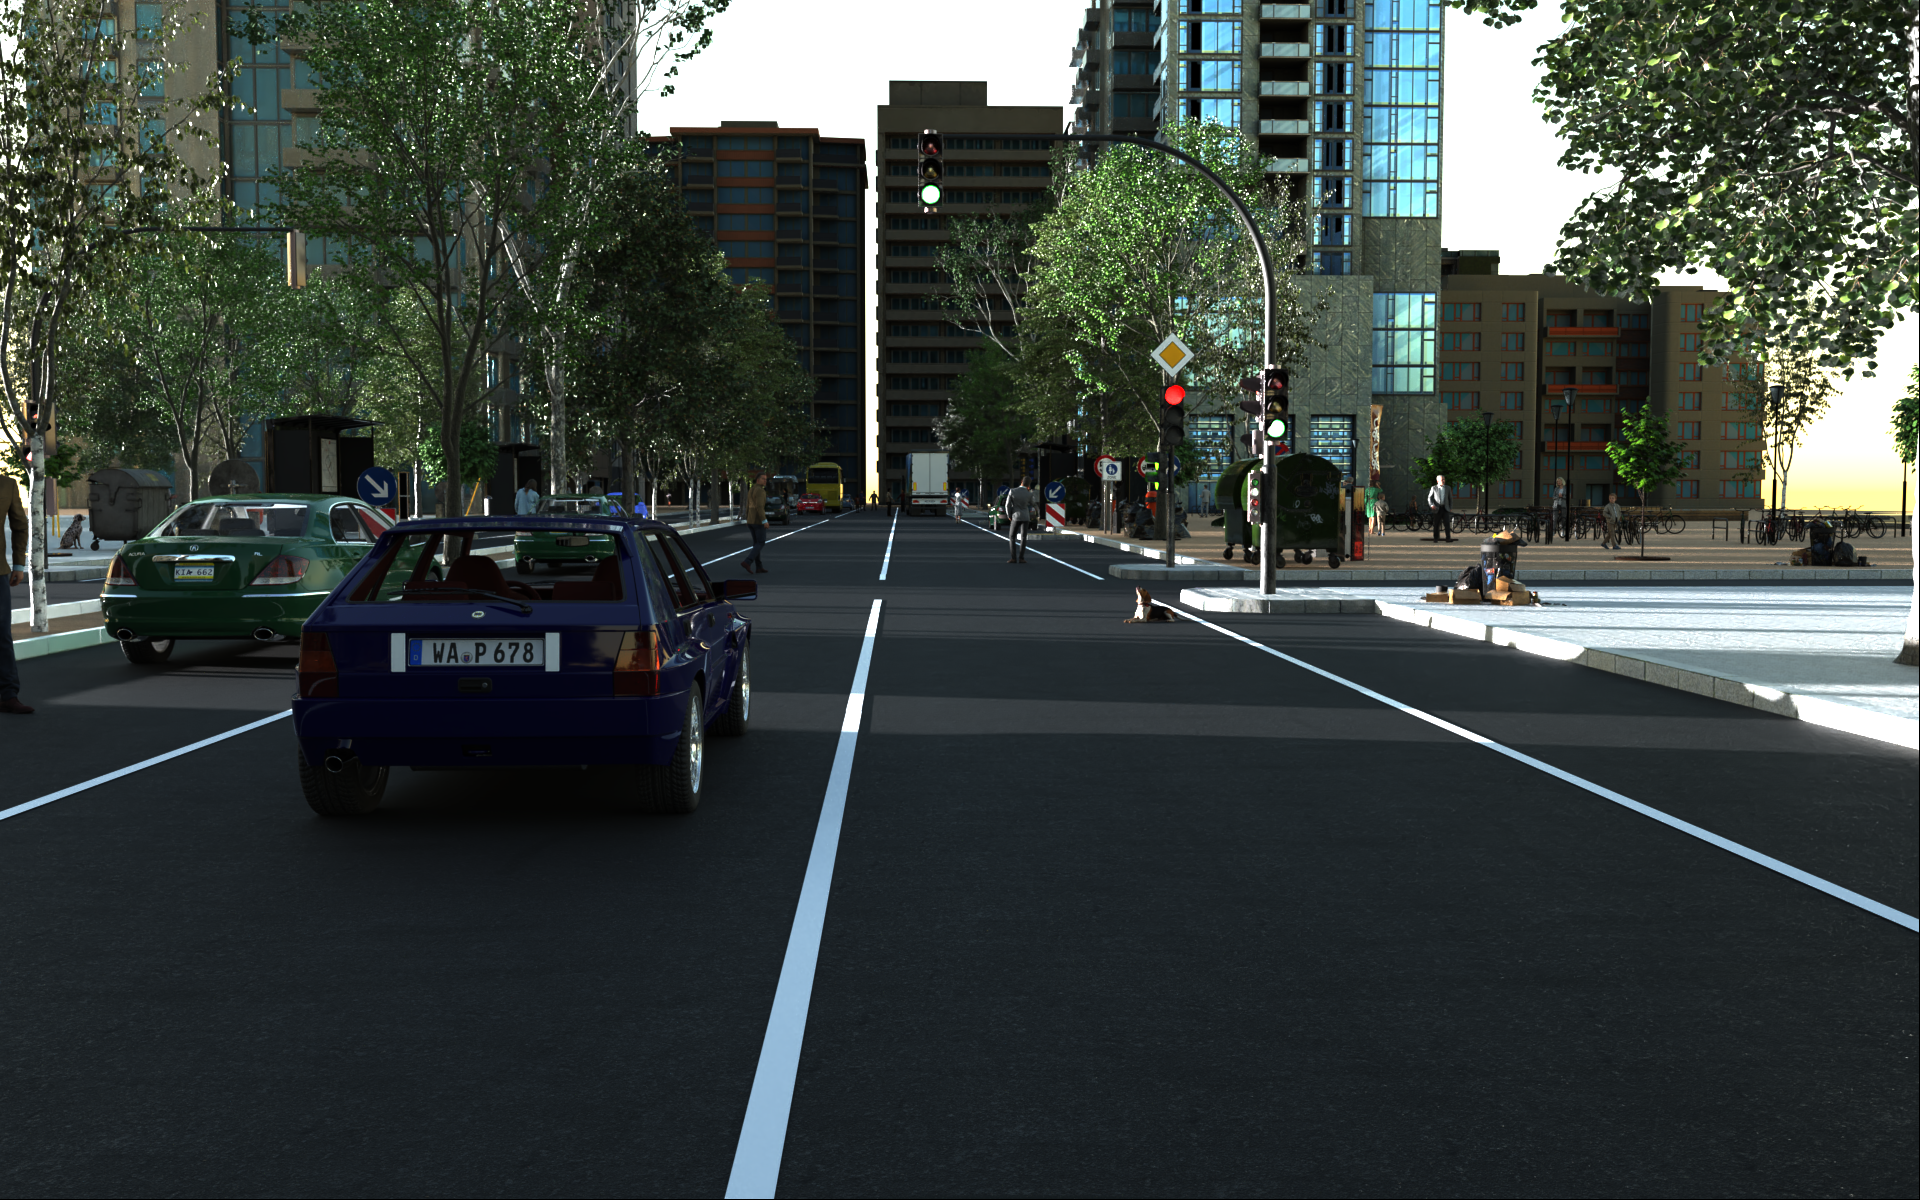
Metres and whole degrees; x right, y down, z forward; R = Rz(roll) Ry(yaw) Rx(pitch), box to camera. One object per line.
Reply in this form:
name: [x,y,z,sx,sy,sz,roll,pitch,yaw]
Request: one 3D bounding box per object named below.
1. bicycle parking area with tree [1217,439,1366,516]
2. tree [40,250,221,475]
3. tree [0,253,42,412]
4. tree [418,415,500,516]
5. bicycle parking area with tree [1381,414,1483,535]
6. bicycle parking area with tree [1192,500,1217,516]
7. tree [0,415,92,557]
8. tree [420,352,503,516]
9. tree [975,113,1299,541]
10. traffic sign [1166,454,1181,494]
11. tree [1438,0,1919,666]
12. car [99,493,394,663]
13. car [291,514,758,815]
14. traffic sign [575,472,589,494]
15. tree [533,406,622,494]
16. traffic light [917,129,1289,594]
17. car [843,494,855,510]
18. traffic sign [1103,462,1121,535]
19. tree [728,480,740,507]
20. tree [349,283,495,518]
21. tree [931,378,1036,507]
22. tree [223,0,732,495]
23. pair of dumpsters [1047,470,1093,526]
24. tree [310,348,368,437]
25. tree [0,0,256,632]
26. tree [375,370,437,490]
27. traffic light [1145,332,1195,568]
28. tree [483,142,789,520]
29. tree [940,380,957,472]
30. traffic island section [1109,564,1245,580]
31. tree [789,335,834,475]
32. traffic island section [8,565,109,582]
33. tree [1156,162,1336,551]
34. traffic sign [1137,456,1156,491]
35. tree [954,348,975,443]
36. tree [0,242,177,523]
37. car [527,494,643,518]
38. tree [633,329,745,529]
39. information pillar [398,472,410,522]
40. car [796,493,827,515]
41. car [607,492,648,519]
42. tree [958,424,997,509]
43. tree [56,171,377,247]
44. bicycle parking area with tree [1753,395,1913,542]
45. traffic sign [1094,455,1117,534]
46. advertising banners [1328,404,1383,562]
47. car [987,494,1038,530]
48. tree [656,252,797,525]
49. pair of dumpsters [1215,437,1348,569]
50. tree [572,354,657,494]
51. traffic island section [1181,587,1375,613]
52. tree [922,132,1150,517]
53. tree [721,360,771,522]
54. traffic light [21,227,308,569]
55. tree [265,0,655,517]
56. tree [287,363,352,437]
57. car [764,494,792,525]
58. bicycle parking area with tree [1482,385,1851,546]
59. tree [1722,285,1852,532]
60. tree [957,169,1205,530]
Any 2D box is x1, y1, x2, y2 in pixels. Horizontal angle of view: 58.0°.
bicycle parking area with tree: [18.007,-6.286,89.770,8.231,4.147,9.016,0,4,4]
tree: [-42.717,-11.138,88.767,9.857,13.997,8.962,0,3,0]
tree: [-39.179,-9.373,63.620,12.009,13.543,11.850,0,3,0]
tree: [-19.471,-5.125,67.507,4.285,4.588,4.351,0,3,0]
bicycle parking area with tree: [19.030,-4.364,58.353,9.016,4.147,8.231,0,4,6]
bicycle parking area with tree: [17.773,-6.970,100.967,9.016,4.147,8.231,3,5,41]
tree: [-18.817,-2.505,35.558,1.663,3.219,1.824,0,3,0]
tree: [-24.579,-8.255,85.327,4.360,8.622,3.978,0,3,0]
tree: [5.675,-7.453,47.620,9.928,11.665,9.643,0,3,0]
traffic sign: [6.544,-3.327,54.497,0.768,2.556,0.104,0,4,6]
tree: [7.483,-6.472,12.465,9.857,13.997,8.962,0,3,0]
car: [-6.192,-0.265,16.130,2.131,1.459,4.920,0,4,-2]
car: [-2.079,0.213,9.091,1.945,1.354,3.894,0,4,-2]
traffic sign: [-21.166,-5.922,96.931,0.768,2.556,0.104,0,4,2]
tree: [-20.817,-8.740,93.254,4.360,8.622,3.978,0,3,0]
traffic light: [1.847,-2.893,21.974,4.771,5.953,1.251,0,4,-2]
car: [-10.465,-8.807,155.998,2.014,1.417,4.499,0,4,0]
traffic sign: [4.775,-3.207,54.564,0.606,2.300,0.079,0,4,2]
tree: [-22.839,-10.978,174.084,1.663,3.219,1.824,0,3,0]
tree: [-28.950,-10.736,93.667,7.486,12.596,7.792,0,3,0]
tree: [2.043,-15.900,170.327,12.009,13.543,11.850,0,3,0]
tree: [-11.485,-11.384,44.477,12.611,20.169,13.585,0,3,0]
pair of dumpsters: [4.519,-4.211,71.344,1.574,2.255,4.437,0,4,-2]
tree: [-31.327,-8.236,85.029,4.360,8.622,3.978,0,3,0]
tree: [-9.547,-3.980,17.892,4.360,8.622,3.978,0,3,0]
tree: [-32.068,-9.266,101.860,4.737,8.622,4.395,0,3,0]
traffic light: [3.661,-2.523,30.167,0.839,4.253,0.868,0,4,-2]
tree: [-10.832,-8.364,56.223,9.611,12.733,9.660,0,3,0]
tree: [2.080,-13.681,141.817,7.486,12.596,7.792,0,3,0]
traffic island section: [3.701,-0.489,30.283,2.009,0.180,2.903,0,4,-2]
tree: [-11.716,-10.653,93.634,9.611,12.733,9.660,0,3,0]
traffic island section: [-15.729,-0.449,29.625,2.009,0.180,2.903,0,4,-2]
tree: [6.586,-5.428,39.107,4.360,8.622,3.978,0,3,0]
traffic sign: [6.152,-3.445,56.432,0.768,2.556,0.104,0,4,3]
tree: [3.178,-11.300,110.506,9.928,11.665,9.643,0,3,0]
tree: [-41.358,-9.236,76.761,9.928,11.665,9.643,0,3,0]
car: [-7.096,-1.265,32.486,2.131,1.459,4.920,0,4,-3]
tree: [-10.868,-7.158,69.850,4.360,8.622,3.978,0,3,0]
information pillar: [-18.430,-3.240,57.466,0.304,2.012,0.304,0,4,-5]
car: [-10.240,-6.750,119.396,2.155,1.783,4.494,0,4,-2]
car: [-13.597,-3.671,69.605,1.945,1.707,3.694,0,4,-2]
tree: [1.838,-12.257,150.767,4.737,8.622,4.395,0,3,0]
tree: [-26.594,-8.184,59.564,9.928,11.665,9.643,0,3,0]
bicycle parking area with tree: [29.457,-3.833,49.672,9.016,4.147,8.231,0,4,-6]
traffic sign: [4.699,-3.413,55.906,0.768,2.556,0.104,0,4,-1]
advertising banners: [7.611,-2.262,33.175,0.090,3.025,2.074,3,5,40]
car: [2.121,-3.672,69.829,2.009,1.686,4.222,0,4,-4]
tree: [-11.467,-9.761,80.178,7.486,12.596,7.792,0,3,0]
pair of dumpsters: [5.840,-1.789,31.744,1.574,2.255,4.437,0,4,-2]
tree: [-20.694,-10.319,103.133,7.601,10.594,8.767,0,4,-6]
traffic island section: [3.975,-0.001,22.302,2.009,0.180,2.903,0,4,-2]
tree: [4.221,-14.509,93.109,12.611,20.169,13.585,0,3,0]
tree: [-11.421,-8.176,86.503,4.737,8.622,4.395,0,3,0]
traffic light: [-13.601,-3.360,29.598,4.771,5.953,1.251,0,4,-2]
tree: [-9.734,-6.417,33.135,9.928,11.665,9.643,0,3,0]
tree: [-36.537,-9.048,98.297,4.737,8.622,4.395,0,3,0]
car: [-8.863,-4.354,80.973,2.009,1.686,4.222,0,4,-4]
bicycle parking area with tree: [19.071,-3.636,46.447,8.231,4.147,9.016,2,4,26]
tree: [27.592,-6.576,57.886,4.360,8.622,3.978,0,3,0]
tree: [4.920,-8.757,61.306,7.486,12.596,7.792,0,3,0]
